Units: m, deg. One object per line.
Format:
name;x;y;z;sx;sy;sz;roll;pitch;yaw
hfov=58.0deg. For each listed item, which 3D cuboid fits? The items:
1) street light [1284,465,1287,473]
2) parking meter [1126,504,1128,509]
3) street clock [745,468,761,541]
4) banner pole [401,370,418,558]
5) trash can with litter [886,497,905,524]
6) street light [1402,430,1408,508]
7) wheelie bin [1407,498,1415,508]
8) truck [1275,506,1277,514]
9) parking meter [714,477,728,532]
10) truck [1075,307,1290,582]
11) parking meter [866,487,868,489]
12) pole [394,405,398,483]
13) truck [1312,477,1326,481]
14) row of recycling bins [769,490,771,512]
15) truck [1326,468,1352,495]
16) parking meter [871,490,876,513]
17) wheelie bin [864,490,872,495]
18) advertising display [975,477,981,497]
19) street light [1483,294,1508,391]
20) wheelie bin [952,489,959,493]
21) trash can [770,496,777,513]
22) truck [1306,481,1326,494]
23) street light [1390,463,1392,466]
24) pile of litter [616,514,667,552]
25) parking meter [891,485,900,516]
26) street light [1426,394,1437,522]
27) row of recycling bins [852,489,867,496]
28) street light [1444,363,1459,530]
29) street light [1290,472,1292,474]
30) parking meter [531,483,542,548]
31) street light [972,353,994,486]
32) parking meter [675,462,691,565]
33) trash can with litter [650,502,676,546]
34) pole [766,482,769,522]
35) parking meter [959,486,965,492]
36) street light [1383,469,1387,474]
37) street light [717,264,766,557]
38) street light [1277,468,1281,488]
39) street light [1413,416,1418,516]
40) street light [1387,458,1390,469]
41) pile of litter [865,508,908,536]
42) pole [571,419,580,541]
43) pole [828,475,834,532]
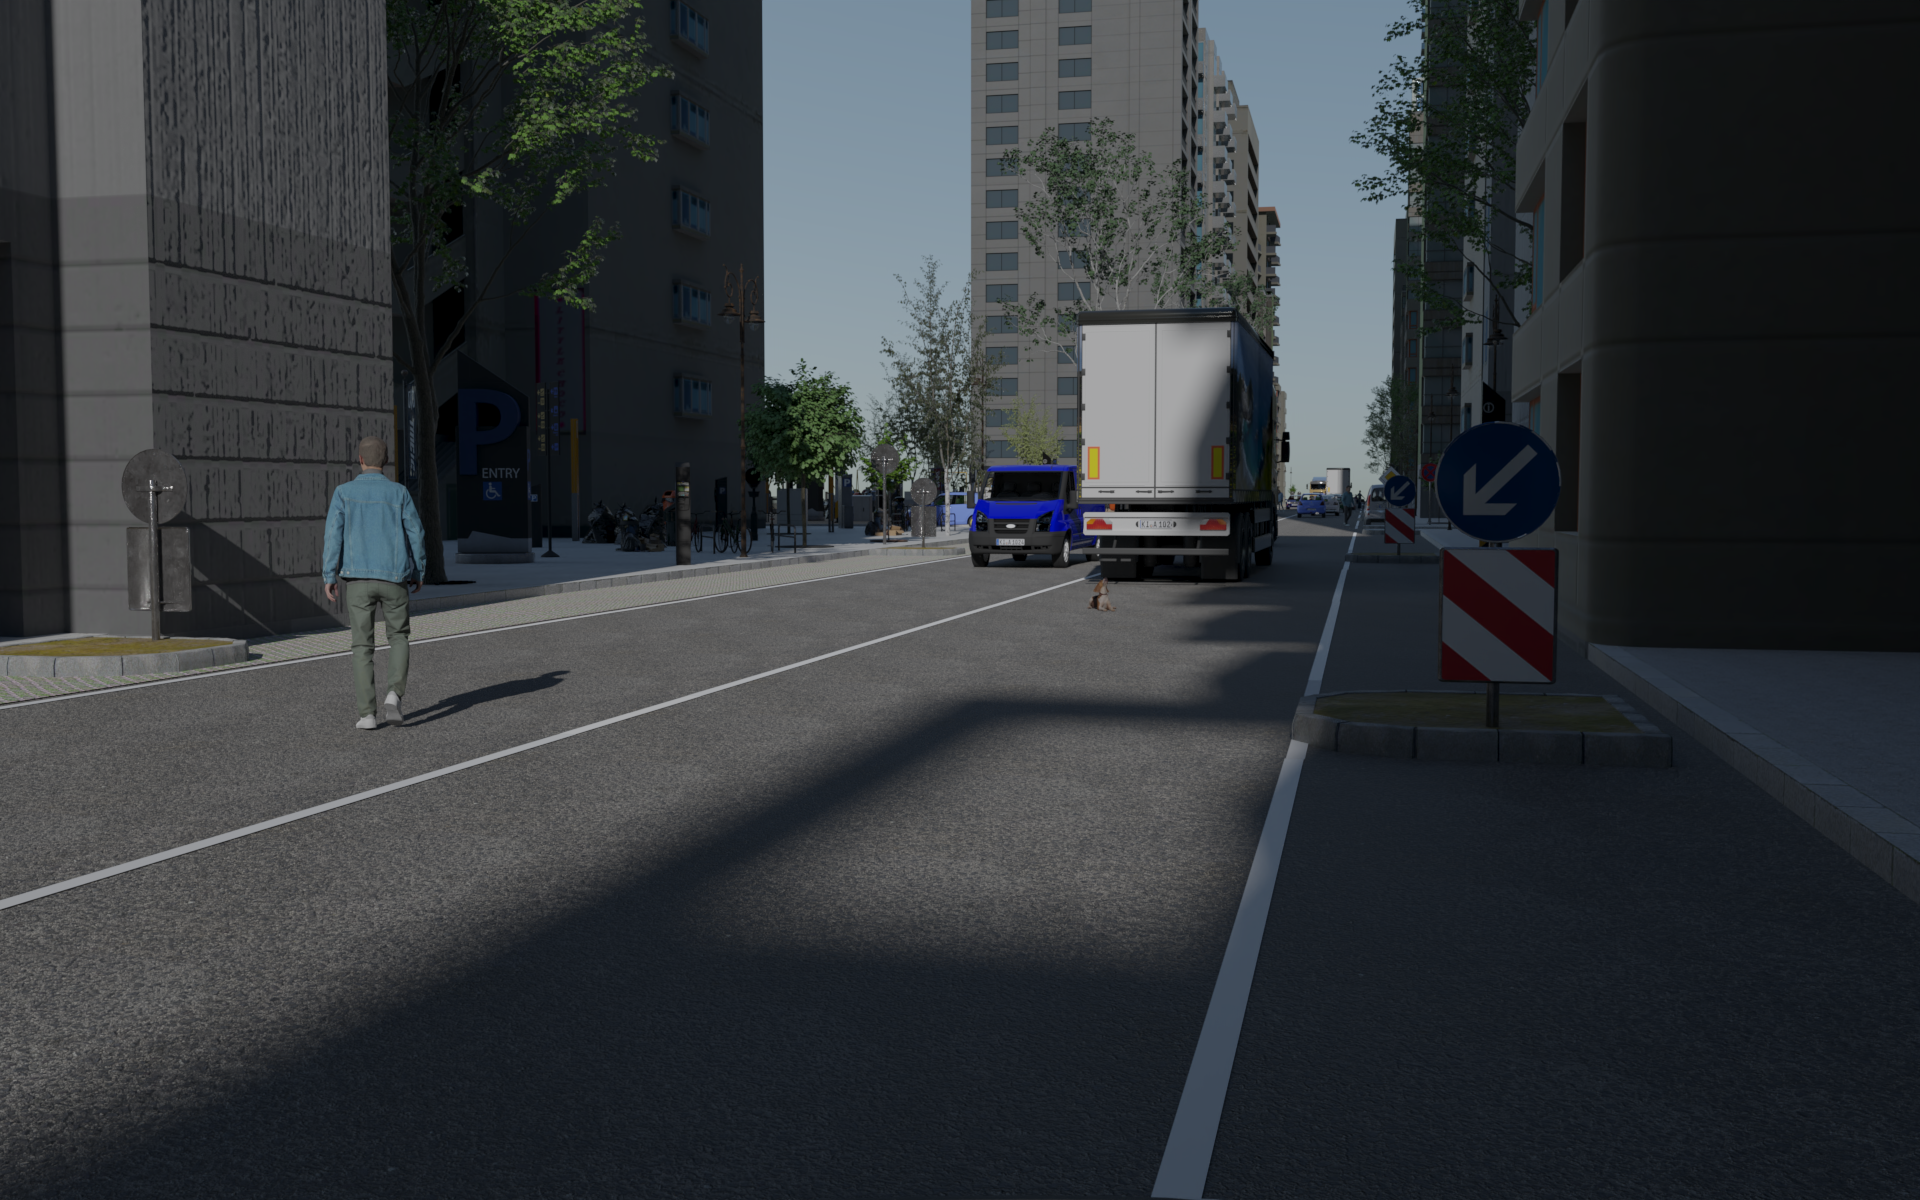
street light;50.908;-18.251;271.196;0.468;5.910;1.993;1;4;13
parking meter;14.300;-8.687;147.738;0.255;1.863;0.399;1;4;17
street clock;-5.648;-2.624;47.475;0.471;2.002;0.358;0;4;3
banner pole;-11.032;-2.736;34.746;0.401;3.779;0.863;-3;4;-36
trash can with litter;-2.759;-3.856;74.428;0.624;1.170;1.055;-1;4;-20
street light;31.399;-9.111;121.752;0.468;5.910;1.993;1;4;13
wheelie bin;33.451;-7.390;128.734;0.693;1.594;0.980;0;4;5
truck;19.728;-7.698;115.618;2.967;4.110;18.799;1;4;12
parking meter;-8.033;-3.210;58.191;0.399;1.863;0.255;-2;4;-25
truck;4.324;-2.617;31.705;2.839;4.237;11.283;1;4;14
parking meter;-7.598;-8.414;143.281;0.399;1.863;0.255;-3;5;-41
pole;-13.024;-2.812;39.821;0.158;3.312;0.155;0;3;0
truck;57.516;-17.488;275.681;2.967;4.110;18.799;1;4;13
row of recycling bins;-15.420;-7.246;125.588;3.534;1.692;1.069;-1;4;-19
truck;41.495;-12.287;189.808;2.839;4.237;11.283;1;4;13
parking meter;-5.998;-6.846;120.348;0.372;1.533;0.369;0;3;0
wheelie bin;-6.852;-7.525;130.939;0.693;1.594;0.980;-3;5;-41
advertising display;1.151;-4.246;74.629;0.974;1.923;0.123;0;4;7
street light;12.413;-4.127;40.263;0.468;5.910;1.993;1;4;13
wheelie bin;-0.294;-6.370;112.053;0.693;1.594;0.980;-2;4;-27
trash can;-11.900;-6.129;111.862;0.748;1.137;0.748;0;3;0
truck;53.567;-16.037;258.120;3.469;3.379;9.791;1;4;15
street light;43.958;-12.355;174.793;0.468;5.910;1.993;1;4;13
pile of litter;-7.188;-1.529;38.963;1.176;0.858;1.719;0;4;-4
parking meter;-3.022;-4.610;81.092;0.399;1.863;0.255;1;4;18
street light;21.669;-6.541;79.727;0.468;5.910;1.993;1;4;13
row of recycling bins;-8.105;-8.196;141.119;3.534;1.692;1.069;1;4;12
street light;17.423;-5.423;61.460;0.468;5.910;1.993;1;4;13
street light;55.793;-19.524;292.009;0.468;5.910;1.993;1;4;13
parking meter;-10.207;-2.024;41.505;0.372;1.533;0.369;0;3;0
street light;0.742;-5.141;56.849;0.468;5.910;1.993;1;4;13
parking meter;-5.009;-1.566;31.311;0.255;1.863;0.399;-1;4;-12
trash can with litter;-7.180;-1.896;42.395;1.055;1.170;0.624;-2;4;-25
pole;-8.776;-5.191;78.717;0.158;3.312;0.155;0;3;0
parking meter;0.103;-6.866;117.974;0.399;1.863;0.255;0;4;-4
street light;58.024;-16.036;234.972;0.468;5.910;1.993;1;4;13
street light;-4.384;-3.802;34.942;0.468;5.910;1.993;1;4;13
street light;46.120;-16.984;250.480;0.468;5.910;1.993;1;4;13
street light;26.526;-7.821;100.653;0.468;5.910;1.993;1;4;13
street light;48.937;-13.668;196.252;0.468;5.910;1.993;1;4;13
pile of litter;-2.257;-2.430;53.688;1.719;0.858;1.176;-3;5;-39
pole;-10.440;-3.250;46.983;0.158;3.312;0.155;0;3;0
pole;-4.322;-3.926;58.029;0.158;3.312;0.155;0;3;0
